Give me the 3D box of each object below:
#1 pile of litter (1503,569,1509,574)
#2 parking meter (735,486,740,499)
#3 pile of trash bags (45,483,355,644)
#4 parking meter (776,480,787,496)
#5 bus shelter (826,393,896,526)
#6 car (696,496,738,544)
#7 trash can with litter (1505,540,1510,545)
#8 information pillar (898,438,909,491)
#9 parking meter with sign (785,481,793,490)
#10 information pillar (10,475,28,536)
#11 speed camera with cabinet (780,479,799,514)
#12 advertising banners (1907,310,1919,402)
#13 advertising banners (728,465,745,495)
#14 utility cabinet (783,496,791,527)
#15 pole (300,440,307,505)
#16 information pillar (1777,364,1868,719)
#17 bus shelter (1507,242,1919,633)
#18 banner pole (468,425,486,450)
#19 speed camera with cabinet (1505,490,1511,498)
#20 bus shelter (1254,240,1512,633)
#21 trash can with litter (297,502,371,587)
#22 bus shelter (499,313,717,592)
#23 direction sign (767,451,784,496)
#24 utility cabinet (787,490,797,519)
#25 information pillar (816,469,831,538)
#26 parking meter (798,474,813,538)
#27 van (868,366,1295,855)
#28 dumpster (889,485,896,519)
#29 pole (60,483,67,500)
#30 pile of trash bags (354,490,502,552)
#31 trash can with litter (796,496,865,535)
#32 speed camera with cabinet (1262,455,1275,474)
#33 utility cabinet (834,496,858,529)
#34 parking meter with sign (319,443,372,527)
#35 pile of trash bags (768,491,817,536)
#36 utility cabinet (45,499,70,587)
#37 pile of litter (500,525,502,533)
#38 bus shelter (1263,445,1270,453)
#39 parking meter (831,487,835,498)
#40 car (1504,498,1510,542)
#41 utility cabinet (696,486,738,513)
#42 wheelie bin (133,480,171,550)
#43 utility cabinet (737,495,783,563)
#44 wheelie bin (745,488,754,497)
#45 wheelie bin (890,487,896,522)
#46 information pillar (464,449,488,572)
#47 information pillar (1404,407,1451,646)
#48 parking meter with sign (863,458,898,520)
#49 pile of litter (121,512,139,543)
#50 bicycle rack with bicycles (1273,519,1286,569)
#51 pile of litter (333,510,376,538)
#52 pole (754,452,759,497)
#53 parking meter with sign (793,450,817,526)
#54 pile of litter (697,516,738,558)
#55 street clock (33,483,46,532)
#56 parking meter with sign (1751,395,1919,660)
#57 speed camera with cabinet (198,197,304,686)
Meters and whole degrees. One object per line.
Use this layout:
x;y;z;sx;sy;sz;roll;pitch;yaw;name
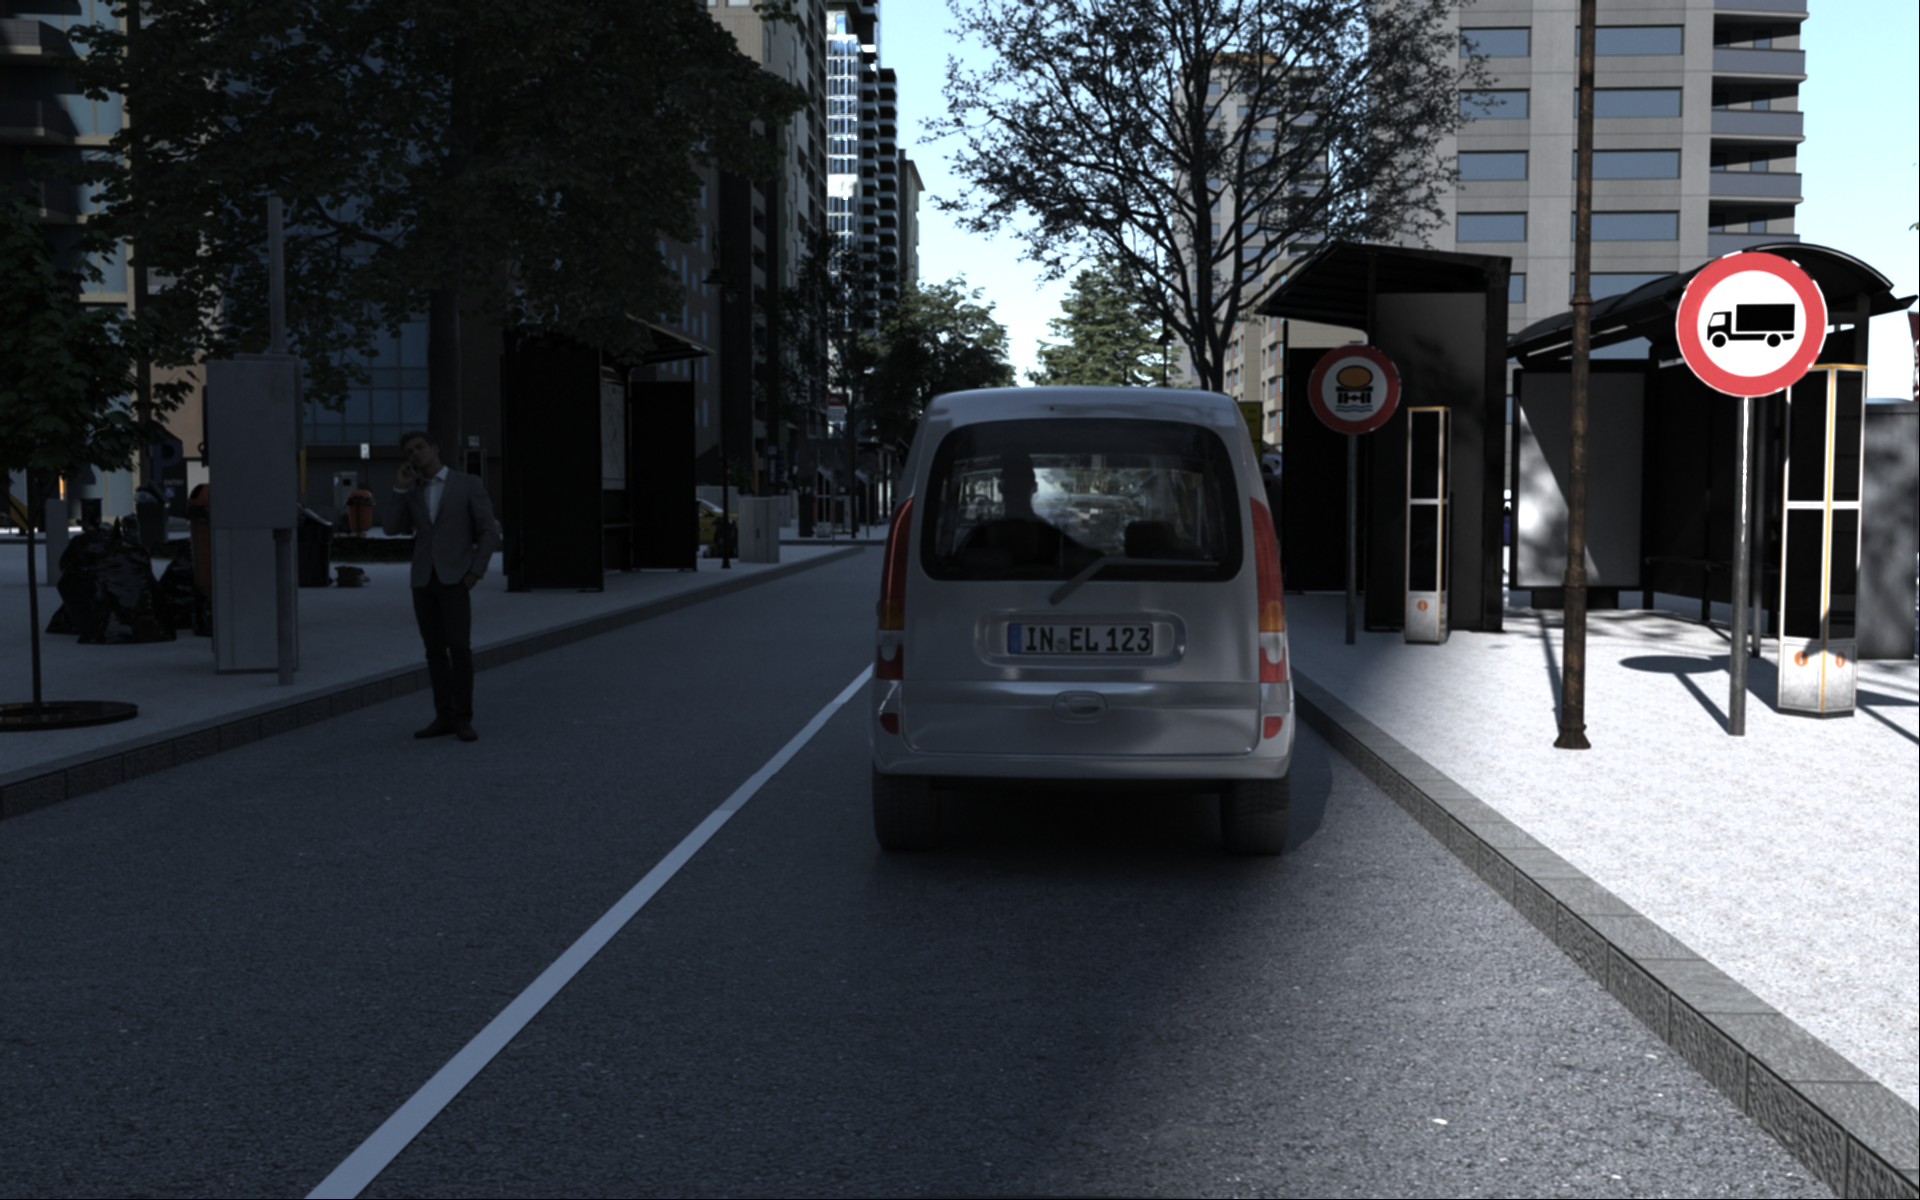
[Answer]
8.312;-0.883;28.407;1.176;0.858;1.719;-1;4;-16;pile of litter
-7.371;-2.948;56.618;0.372;1.533;0.369;0;3;0;parking meter
-6.892;-0.346;15.403;1.912;1.369;3.447;-2;4;-35;pile of trash bags
-7.156;-3.905;69.557;0.399;1.863;0.255;-2;4;-32;parking meter
-4.087;-5.735;71.401;2.179;5.291;8.768;0;4;3;bus shelter
-7.203;-2.189;46.019;3.980;1.641;2.015;0;4;3;car
13.338;-1.786;40.596;1.055;1.170;0.624;1;4;16;trash can with litter
-2.368;-4.972;72.641;0.504;3.616;0.183;1;4;21;information pillar
-10.617;-6.685;105.555;1.738;3.016;0.543;-3;5;-45;parking meter with sign
-28.484;-3.733;52.382;0.504;3.616;0.183;0;4;1;information pillar
-10.769;-7.089;110.245;2.038;3.252;0.660;3;5;43;speed camera with cabinet
9.857;-1.284;17.187;2.074;3.025;0.090;-3;4;-36;advertising banners
-13.094;-6.571;103.616;2.074;3.025;0.090;1;4;8;advertising banners
-6.927;-3.413;66.966;0.306;1.237;1.020;-3;4;-38;utility cabinet
-24.937;-4.402;65.821;0.158;3.312;0.155;0;3;0;pole
4.964;-0.336;9.984;0.304;2.012;0.304;-2;4;-28;information pillar
6.793;-1.393;16.707;2.014;3.302;5.546;0;4;3;bus shelter
-17.465;-4.454;62.847;0.863;3.779;0.401;-3;5;-39;banner pole
23.765;-5.060;77.062;2.038;3.252;0.660;0;4;2;speed camera with cabinet
4.450;-1.701;19.099;1.731;3.624;6.357;0;4;3;bus shelter
-8.732;-0.772;24.004;1.055;1.170;0.624;0;4;-2;trash can with litter
-5.028;-2.103;25.670;1.731;3.624;6.357;0;4;3;bus shelter
-9.633;-6.033;90.637;0.876;3.537;0.379;-1;4;-19;direction sign
-8.904;-4.929;89.275;1.173;1.500;0.318;3;5;44;utility cabinet
-3.985;-2.821;50.620;0.304;2.012;0.304;2;4;33;information pillar
-4.576;-2.786;51.260;0.399;1.863;0.255;-3;5;-43;parking meter
0.579;-0.078;8.286;2.013;2.044;4.112;0;4;4;van
-3.173;-5.199;90.766;1.264;1.857;1.865;0;4;3;dumpster
-31.311;-4.075;60.472;0.158;3.312;0.155;0;3;0;pole
-11.921;-1.767;38.636;3.447;1.369;1.912;0;4;-8;pile of trash bags
-4.205;-2.717;55.476;2.233;1.210;1.678;2;4;30;trash can with litter
6.428;-2.838;40.739;2.038;3.252;0.660;-2;4;-28;speed camera with cabinet
-4.202;-3.217;63.757;1.020;1.237;0.306;3;5;42;utility cabinet
-20.939;-3.835;58.957;0.543;3.016;1.738;3;5;40;parking meter with sign
-5.952;-2.643;52.972;3.447;1.369;1.912;1;4;9;pile of trash bags
-12.743;-0.814;24.464;0.306;1.237;1.020;-2;4;-28;utility cabinet
-14.698;-2.622;56.840;1.719;0.858;1.176;1;4;10;pile of litter
10.080;-4.292;64.090;2.014;3.302;5.546;0;4;3;bus shelter
-5.585;-4.262;75.397;0.255;1.863;0.399;-2;4;-24;parking meter
14.090;-2.020;45.600;3.894;1.354;1.945;0;4;5;car
-7.058;-2.545;50.288;1.173;1.500;0.318;-2;4;-27;utility cabinet
-18.166;-1.897;38.932;0.693;1.594;0.980;-1;4;-15;wheelie bin
-3.776;-1.300;32.421;0.306;1.237;1.020;-3;5;-40;utility cabinet
-11.547;-5.372;95.737;0.693;1.594;0.980;-1;4;-16;wheelie bin
-2.895;-4.381;79.533;0.980;1.594;0.693;0;4;1;wheelie bin
-7.979;-1.472;28.567;0.304;2.012;0.304;0;4;-5;information pillar
3.990;-0.630;14.785;0.304;2.012;0.304;2;4;27;information pillar
-3.862;-5.374;84.118;1.738;3.016;0.543;1;4;9;parking meter with sign
-19.906;-1.654;41.010;1.176;0.858;1.719;0;4;1;pile of litter
5.069;-0.664;24.242;2.925;0.926;2.852;-2;4;-23;bicycle rack with bicycles
-17.646;-2.199;49.922;1.719;0.858;1.176;0;4;3;pile of litter
-9.803;-5.473;83.324;0.158;3.312;0.155;0;3;0;pole
-5.969;-4.482;69.538;0.543;3.016;1.738;1;4;22;parking meter with sign
-4.673;-1.282;34.931;1.719;0.858;1.176;2;4;26;pile of litter
-33.059;-3.529;62.270;0.471;2.002;0.358;1;4;13;street clock
7.064;-1.053;13.470;1.738;3.016;0.543;0;4;1;parking meter with sign
-5.005;-1.094;12.222;0.660;3.252;2.038;-1;4;-22;speed camera with cabinet
